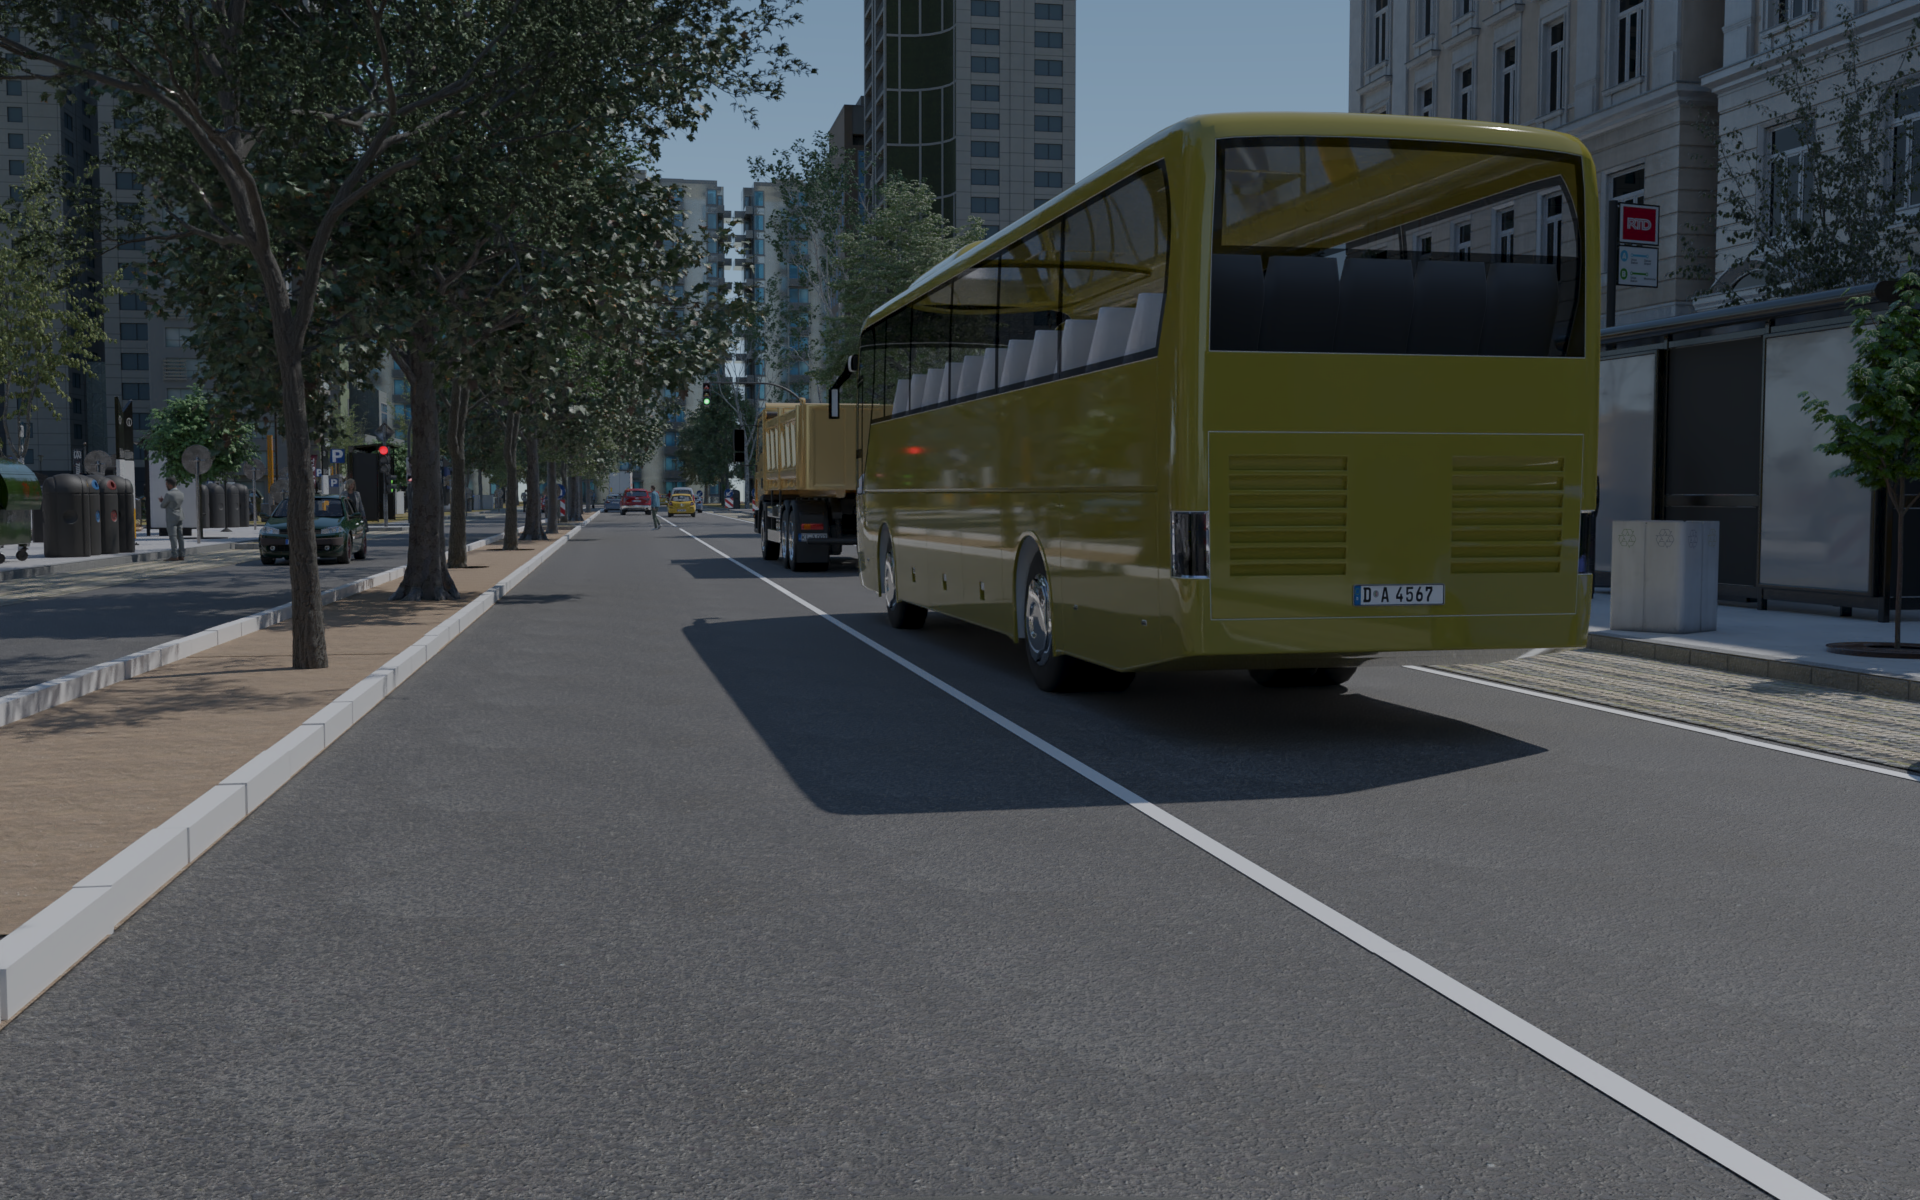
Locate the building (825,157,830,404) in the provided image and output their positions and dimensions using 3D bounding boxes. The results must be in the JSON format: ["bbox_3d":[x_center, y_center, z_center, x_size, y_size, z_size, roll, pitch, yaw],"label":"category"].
[{"bbox_3d":[-9.497,-32.232,210.586,14.154,41.232,14.086,-1,4,-11],"label":"building"}]

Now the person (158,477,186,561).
[{"bbox_3d":[-16.842,-1.731,36.983,0.466,1.800,0.511,0,4,-1],"label":"person"}]

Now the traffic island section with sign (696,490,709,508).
[{"bbox_3d":[-27.009,-10.408,178.792,1.989,1.847,2.006,-1,4,-11],"label":"traffic island section with sign"}]

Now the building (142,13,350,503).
[{"bbox_3d":[-62.096,-28.622,151.564,14.154,41.232,14.086,-1,4,-11],"label":"building"}]

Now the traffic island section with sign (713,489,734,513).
[{"bbox_3d":[-17.517,-7.433,130.163,1.989,1.847,2.006,-1,4,-11],"label":"traffic island section with sign"}]

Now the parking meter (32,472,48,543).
[{"bbox_3d":[-24.256,-2.446,45.696,0.399,1.863,0.255,-3,5,-43],"label":"parking meter"}]

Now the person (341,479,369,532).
[{"bbox_3d":[-14.595,-2.019,41.701,0.709,1.800,0.728,-2,4,-35],"label":"person"}]

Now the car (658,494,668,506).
[{"bbox_3d":[-34.442,-11.598,199.843,2.015,1.641,3.980,-1,4,-12],"label":"car"}]

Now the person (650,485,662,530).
[{"bbox_3d":[-12.057,-3.654,68.592,0.444,1.785,0.601,1,4,22],"label":"person"}]

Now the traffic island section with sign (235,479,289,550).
[{"bbox_3d":[-17.811,-2.255,45.497,1.989,1.847,2.006,-1,4,-11],"label":"traffic island section with sign"}]

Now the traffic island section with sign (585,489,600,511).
[{"bbox_3d":[-32.138,-8.696,150.315,2.006,1.907,1.989,-1,4,-11],"label":"traffic island section with sign"}]

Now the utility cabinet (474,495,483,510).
[{"bbox_3d":[-39.179,-7.848,139.479,1.020,1.237,0.306,0,4,8],"label":"utility cabinet"}]

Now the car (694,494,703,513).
[{"bbox_3d":[-20.589,-7.348,132.149,2.014,1.417,4.499,-1,4,-11],"label":"car"}]

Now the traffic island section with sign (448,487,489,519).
[{"bbox_3d":[-28.438,-5.582,99.900,1.989,1.847,2.006,-1,4,-11],"label":"traffic island section with sign"}]

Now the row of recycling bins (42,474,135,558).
[{"bbox_3d":[-18.394,-1.800,36.538,1.069,1.692,3.534,0,4,-7],"label":"row of recycling bins"}]

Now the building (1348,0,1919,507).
[{"bbox_3d":[21.197,-16.232,51.305,13.634,28.700,20.117,-1,4,-11],"label":"building"}]

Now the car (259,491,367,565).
[{"bbox_3d":[-13.622,-1.638,36.567,2.009,1.686,4.222,-1,4,-12],"label":"car"}]

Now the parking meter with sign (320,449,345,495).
[{"bbox_3d":[-23.852,-4.270,66.069,0.543,3.016,1.738,-1,4,-11],"label":"parking meter with sign"}]

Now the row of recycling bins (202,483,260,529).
[{"bbox_3d":[-28.173,-3.591,65.818,1.069,1.692,3.534,1,4,9],"label":"row of recycling bins"}]

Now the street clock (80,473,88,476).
[{"bbox_3d":[-30.111,-3.361,59.521,0.471,2.002,0.358,-2,4,-28],"label":"street clock"}]

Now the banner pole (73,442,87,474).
[{"bbox_3d":[-42.661,-5.754,84.101,0.863,3.779,0.401,0,4,7],"label":"banner pole"}]

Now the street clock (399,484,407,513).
[{"bbox_3d":[-37.185,-6.798,115.718,0.358,2.002,0.471,3,5,44],"label":"street clock"}]

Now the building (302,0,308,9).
[{"bbox_3d":[-69.494,-44.616,167.722,20.563,71.187,20.611,-1,4,-11],"label":"building"}]

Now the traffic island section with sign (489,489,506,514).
[{"bbox_3d":[-33.590,-7.201,126.360,1.989,1.847,2.006,-1,4,-11],"label":"traffic island section with sign"}]

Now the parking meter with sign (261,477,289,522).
[{"bbox_3d":[-31.031,-5.067,79.108,1.738,3.016,0.543,0,4,-4],"label":"parking meter with sign"}]

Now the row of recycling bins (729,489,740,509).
[{"bbox_3d":[-19.695,-8.831,151.504,1.069,1.692,3.534,-1,4,-10],"label":"row of recycling bins"}]

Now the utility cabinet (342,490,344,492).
[{"bbox_3d":[-28.227,-4.271,78.513,0.318,1.500,1.173,0,4,-2],"label":"utility cabinet"}]

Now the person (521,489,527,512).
[{"bbox_3d":[-34.137,-7.779,135.867,0.592,1.802,0.473,3,4,38],"label":"person"}]

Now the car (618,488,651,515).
[{"bbox_3d":[-22.331,-6.759,119.180,2.281,1.827,5.304,-1,4,-13],"label":"car"}]

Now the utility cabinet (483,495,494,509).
[{"bbox_3d":[-40.188,-8.339,147.511,1.020,1.237,0.306,2,4,28],"label":"utility cabinet"}]

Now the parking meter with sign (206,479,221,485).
[{"bbox_3d":[-33.768,-5.018,78.301,0.543,3.016,1.738,0,4,0],"label":"parking meter with sign"}]

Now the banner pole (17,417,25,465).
[{"bbox_3d":[-28.201,-3.796,52.076,0.401,3.779,0.863,-1,4,-16],"label":"banner pole"}]

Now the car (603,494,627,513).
[{"bbox_3d":[-26.729,-7.489,134.448,2.014,1.417,4.499,-1,4,-10],"label":"car"}]

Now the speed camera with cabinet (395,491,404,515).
[{"bbox_3d":[-35.523,-6.965,108.218,0.660,3.252,2.038,1,4,11],"label":"speed camera with cabinet"}]

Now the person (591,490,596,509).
[{"bbox_3d":[-34.973,-9.564,164.850,0.705,1.826,1.348,1,4,17],"label":"person"}]

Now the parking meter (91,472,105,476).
[{"bbox_3d":[-22.861,-2.465,46.018,0.399,1.863,0.255,3,4,37],"label":"parking meter"}]

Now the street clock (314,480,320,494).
[{"bbox_3d":[-34.289,-5.366,92.309,0.358,2.002,0.471,-1,4,-13],"label":"street clock"}]

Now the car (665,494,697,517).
[{"bbox_3d":[-17.402,-5.989,108.141,2.015,1.641,3.980,-1,4,-9],"label":"car"}]

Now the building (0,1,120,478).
[{"bbox_3d":[-105.204,-45.849,187.877,20.611,71.187,20.563,-1,4,-11],"label":"building"}]

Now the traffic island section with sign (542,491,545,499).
[{"bbox_3d":[-48.588,-11.896,203.121,1.989,1.847,2.006,-1,4,-11],"label":"traffic island section with sign"}]

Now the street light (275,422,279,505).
[{"bbox_3d":[-22.377,-5.130,56.670,0.468,5.910,1.993,-1,4,-11],"label":"street light"}]

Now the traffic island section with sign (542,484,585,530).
[{"bbox_3d":[-17.735,-4.185,76.564,2.006,1.907,1.989,-1,4,-11],"label":"traffic island section with sign"}]

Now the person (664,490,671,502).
[{"bbox_3d":[-31.277,-10.887,186.438,1.348,1.831,0.705,-3,5,-42],"label":"person"}]

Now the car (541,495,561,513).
[{"bbox_3d":[-31.355,-7.625,133.714,2.155,1.783,4.494,-1,4,-11],"label":"car"}]

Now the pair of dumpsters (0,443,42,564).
[{"bbox_3d":[-17.950,-1.744,31.006,1.574,2.255,4.437,-1,4,-11],"label":"pair of dumpsters"}]

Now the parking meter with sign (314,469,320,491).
[{"bbox_3d":[-44.688,-7.548,119.669,1.738,3.016,0.543,3,5,41],"label":"parking meter with sign"}]

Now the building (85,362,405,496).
[{"bbox_3d":[-79.649,-53.745,191.408,31.000,86.520,22.319,-1,4,-11],"label":"building"}]

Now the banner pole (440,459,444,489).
[{"bbox_3d":[-35.946,-7.873,118.743,0.401,3.779,0.863,-3,5,-41],"label":"banner pole"}]

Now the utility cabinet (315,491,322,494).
[{"bbox_3d":[-42.791,-6.551,115.779,1.173,1.500,0.318,0,4,0],"label":"utility cabinet"}]

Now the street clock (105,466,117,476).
[{"bbox_3d":[-21.967,-2.472,44.985,0.358,2.002,0.471,0,4,1],"label":"street clock"}]

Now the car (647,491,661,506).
[{"bbox_3d":[-38.594,-12.781,217.636,2.281,1.827,5.304,-1,4,-10],"label":"car"}]

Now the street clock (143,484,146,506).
[{"bbox_3d":[-59.051,-7.405,125.644,0.358,2.002,0.471,-2,4,-23],"label":"street clock"}]

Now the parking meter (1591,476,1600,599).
[{"bbox_3d":[7.586,-0.947,21.196,0.399,1.863,0.255,3,4,37],"label":"parking meter"}]

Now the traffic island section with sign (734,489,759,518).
[{"bbox_3d":[-12.228,-5.778,103.090,1.989,1.847,2.006,-1,4,-11],"label":"traffic island section with sign"}]

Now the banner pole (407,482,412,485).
[{"bbox_3d":[-37.963,-7.939,119.819,0.863,3.779,0.401,2,4,30],"label":"banner pole"}]
